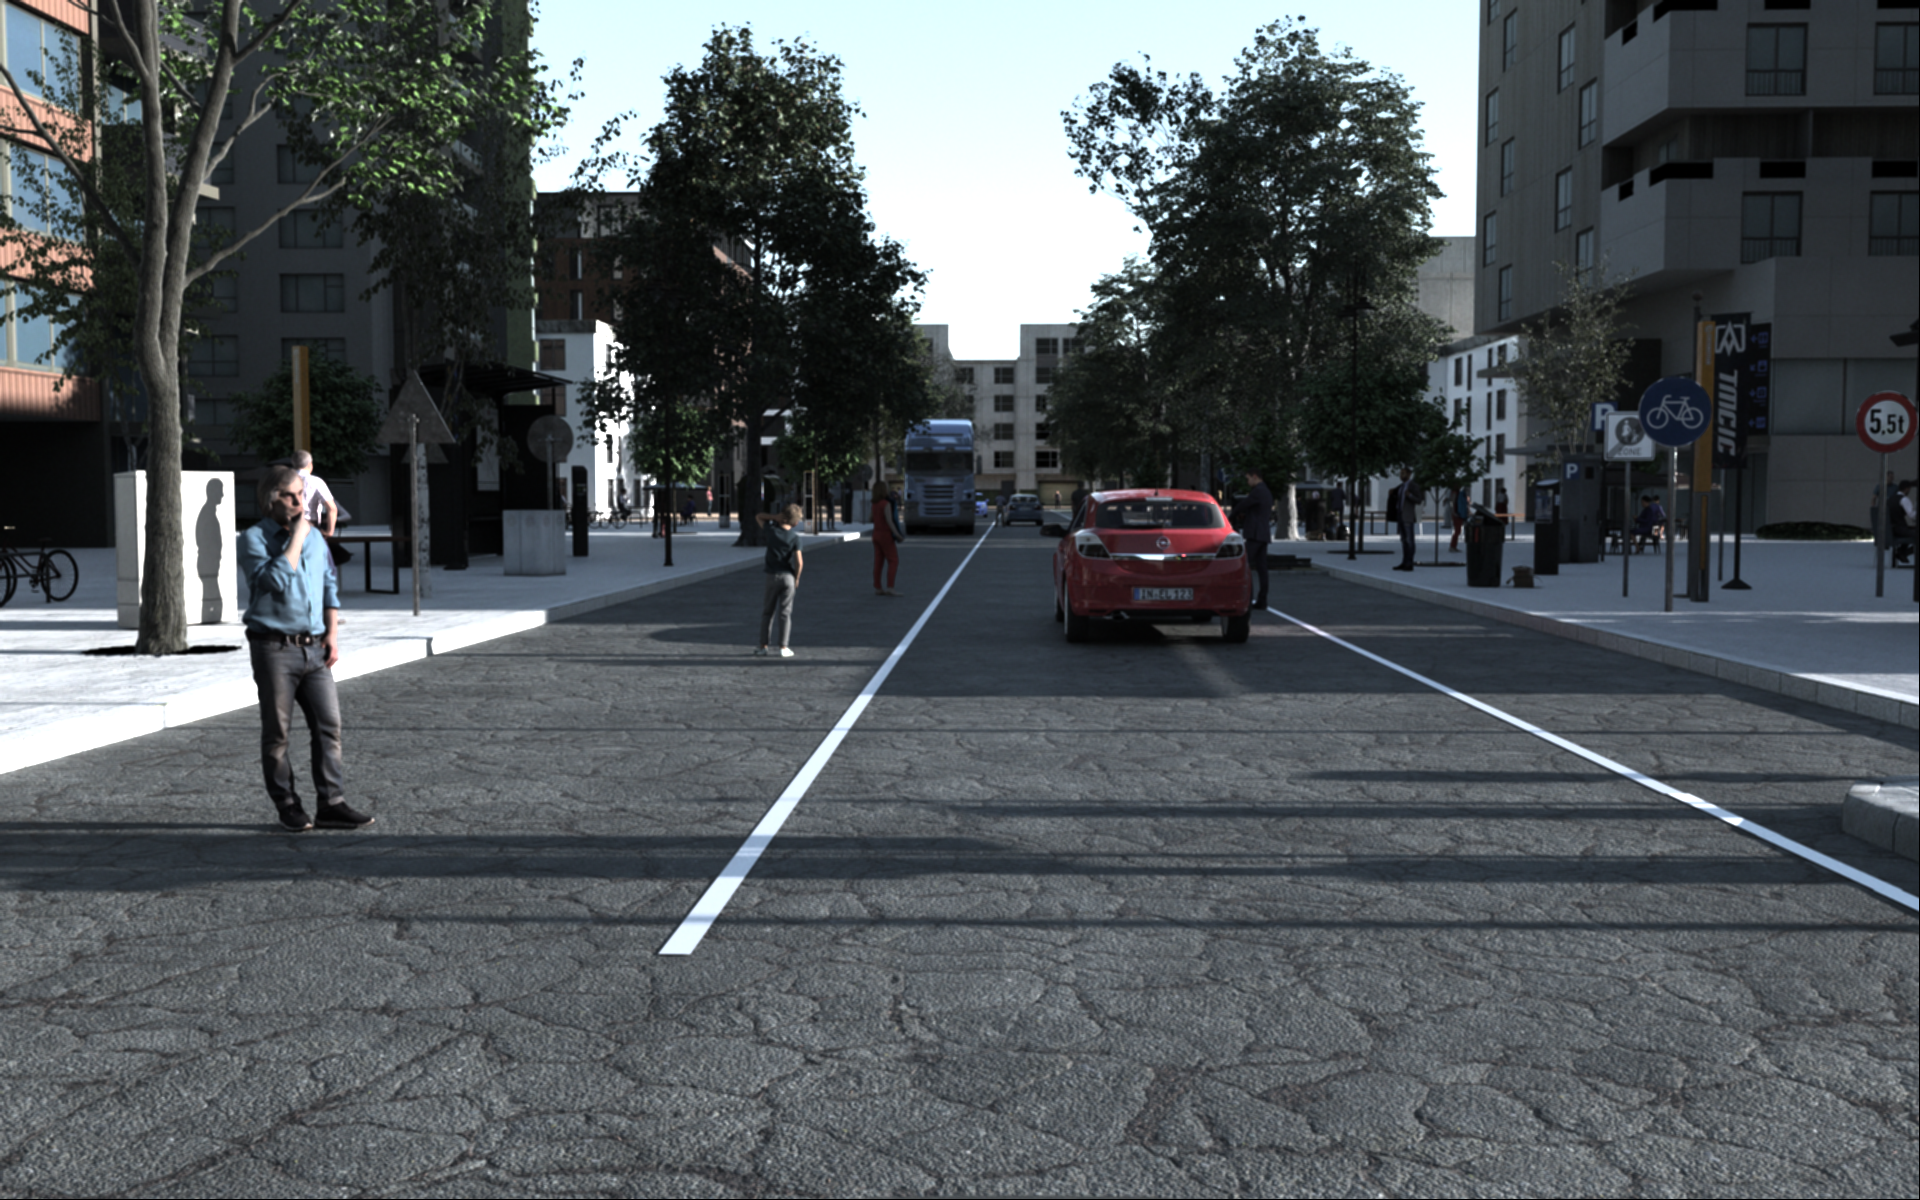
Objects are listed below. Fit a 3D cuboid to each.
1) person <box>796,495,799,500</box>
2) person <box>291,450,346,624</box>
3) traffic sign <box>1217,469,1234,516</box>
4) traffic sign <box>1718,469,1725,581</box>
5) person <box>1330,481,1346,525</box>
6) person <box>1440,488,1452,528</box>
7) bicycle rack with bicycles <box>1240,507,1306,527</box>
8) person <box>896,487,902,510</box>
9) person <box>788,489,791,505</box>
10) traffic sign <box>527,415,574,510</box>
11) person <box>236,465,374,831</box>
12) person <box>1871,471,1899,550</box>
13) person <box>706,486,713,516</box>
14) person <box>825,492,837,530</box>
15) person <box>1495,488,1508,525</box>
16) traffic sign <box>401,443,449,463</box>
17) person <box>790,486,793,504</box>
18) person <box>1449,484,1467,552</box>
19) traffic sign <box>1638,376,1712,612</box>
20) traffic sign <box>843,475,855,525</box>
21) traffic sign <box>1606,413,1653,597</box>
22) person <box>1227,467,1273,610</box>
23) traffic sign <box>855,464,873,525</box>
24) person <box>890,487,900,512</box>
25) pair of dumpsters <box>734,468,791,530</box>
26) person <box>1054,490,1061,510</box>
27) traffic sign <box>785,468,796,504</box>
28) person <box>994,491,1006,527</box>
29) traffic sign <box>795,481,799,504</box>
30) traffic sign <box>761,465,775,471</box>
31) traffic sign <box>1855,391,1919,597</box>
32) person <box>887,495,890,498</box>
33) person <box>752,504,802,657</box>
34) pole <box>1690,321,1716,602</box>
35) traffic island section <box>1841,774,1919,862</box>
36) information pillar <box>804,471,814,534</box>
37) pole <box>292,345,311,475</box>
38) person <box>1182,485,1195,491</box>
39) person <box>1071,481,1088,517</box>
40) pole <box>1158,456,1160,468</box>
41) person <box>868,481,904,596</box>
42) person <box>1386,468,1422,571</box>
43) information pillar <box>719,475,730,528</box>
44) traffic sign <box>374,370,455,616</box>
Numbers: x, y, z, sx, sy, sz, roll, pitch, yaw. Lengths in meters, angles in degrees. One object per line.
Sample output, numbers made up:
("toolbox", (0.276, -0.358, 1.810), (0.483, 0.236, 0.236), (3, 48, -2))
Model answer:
("person", (-12.556, -7.675, 132.205), (0.721, 1.739, 1.217), (1, 4, 18))
("person", (-6.412, -0.614, 17.023), (0.756, 1.711, 0.436), (1, 4, 18))
("traffic sign", (11.987, -4.779, 78.237), (0.768, 2.556, 0.104), (1, 4, 9))
("traffic sign", (11.260, -1.435, 25.587), (0.606, 2.300, 0.079), (1, 4, 11))
("person", (12.850, -3.172, 58.824), (0.541, 1.710, 0.530), (3, 5, 44))
("person", (18.177, -3.577, 64.682), (0.789, 1.805, 0.875), (2, 4, 27))
("bicycle rack with bicycles", (12.298, -3.289, 67.156), (2.925, 0.926, 2.852), (0, 4, 2))
("person", (-4.923, -8.051, 137.540), (0.599, 1.838, 0.709), (1, 4, 15))
("person", (-13.403, -7.863, 135.427), (0.721, 1.723, 1.217), (-3, 4, -36))
("traffic sign", (-6.617, -1.704, 27.965), (0.768, 2.556, 0.104), (0, 4, 5))
("person", (-2.824, 0.202, 7.404), (0.499, 1.552, 0.429), (-2, 4, -34))
("person", (21.280, -2.057, 39.807), (0.598, 1.807, 0.434), (1, 4, 22))
("person", (-14.436, -5.718, 100.260), (0.721, 1.743, 1.217), (0, 4, 1))
("person", (-4.641, -3.206, 62.371), (0.340, 1.345, 0.435), (1, 4, 14))
("person", (21.115, -3.609, 67.511), (0.523, 1.526, 0.387), (1, 4, 22))
("traffic sign", (-9.246, -1.829, 29.907), (0.884, 2.594, 0.081), (1, 4, 11))
("person", (-11.491, -6.868, 118.418), (0.705, 1.814, 1.350), (0, 4, 3))
("person", (11.025, -1.867, 38.280), (0.593, 1.614, 0.444), (-2, 4, -30))
("traffic sign", (7.729, -1.144, 18.812), (0.768, 2.556, 0.104), (0, 4, 6))
("traffic sign", (-4.784, -4.374, 71.524), (0.884, 2.594, 0.081), (0, 4, 5))
("traffic sign", (8.305, -1.188, 21.554), (0.606, 2.300, 0.079), (0, 4, 3))
("person", (3.561, -0.768, 21.503), (0.568, 1.767, 0.683), (2, 4, 28))
("traffic sign", (-4.029, -4.429, 72.513), (0.768, 2.556, 0.104), (0, 4, 3))
("person", (-4.707, -7.266, 125.292), (0.683, 1.767, 0.568), (-2, 4, -30))
("pair of dumpsters", (-7.199, -3.706, 63.093), (1.574, 2.255, 4.437), (0, 4, 2))
("person", (8.906, -9.152, 158.667), (0.617, 1.759, 0.750), (1, 4, 19))
("traffic sign", (-6.605, -4.209, 68.925), (0.768, 2.556, 0.104), (0, 4, 4))
("person", (1.729, -3.937, 74.929), (0.516, 1.574, 0.319), (1, 4, 11))
("traffic sign", (-7.131, -4.568, 74.795), (0.768, 2.556, 0.104), (1, 4, 10))
("traffic sign", (-8.317, -4.607, 75.426), (0.768, 2.556, 0.104), (0, 4, 5))
("traffic sign", (11.483, -1.312, 21.551), (0.768, 2.556, 0.104), (0, 4, 3))
("person", (-5.340, -6.895, 119.291), (1.217, 1.766, 0.721), (0, 4, 6))
("person", (-1.620, -0.180, 15.345), (0.435, 1.345, 0.340), (-1, 4, -9))
("pole", (8.813, -1.633, 20.547), (0.158, 3.312, 0.155), (0, 3, 0))
("traffic island section", (4.725, 0.966, 6.480), (2.009, 0.180, 2.903), (0, 4, 2))
("information pillar", (-4.864, -3.137, 55.774), (0.304, 2.012, 0.304), (0, 4, -4))
("pole", (-9.073, -1.839, 23.910), (0.158, 3.312, 0.155), (0, 3, 0))
("person", (9.575, -3.988, 72.707), (0.566, 1.644, 0.517), (3, 5, 42))
("person", (3.452, -2.466, 48.946), (0.598, 1.807, 0.434), (3, 5, 42))
("pole", (9.145, -5.268, 79.982), (0.158, 3.312, 0.155), (0, 3, 0))
("person", (-1.042, -0.875, 24.509), (0.444, 1.614, 0.593), (-1, 4, -12))
("person", (7.402, -1.350, 28.944), (0.431, 1.722, 0.655), (-1, 4, -14))
("information pillar", (-8.929, -3.740, 65.645), (0.304, 2.012, 0.304), (2, 4, 28))
("traffic sign", (-5.724, -1.111, 18.167), (0.884, 2.594, 0.081), (0, 4, 6))
